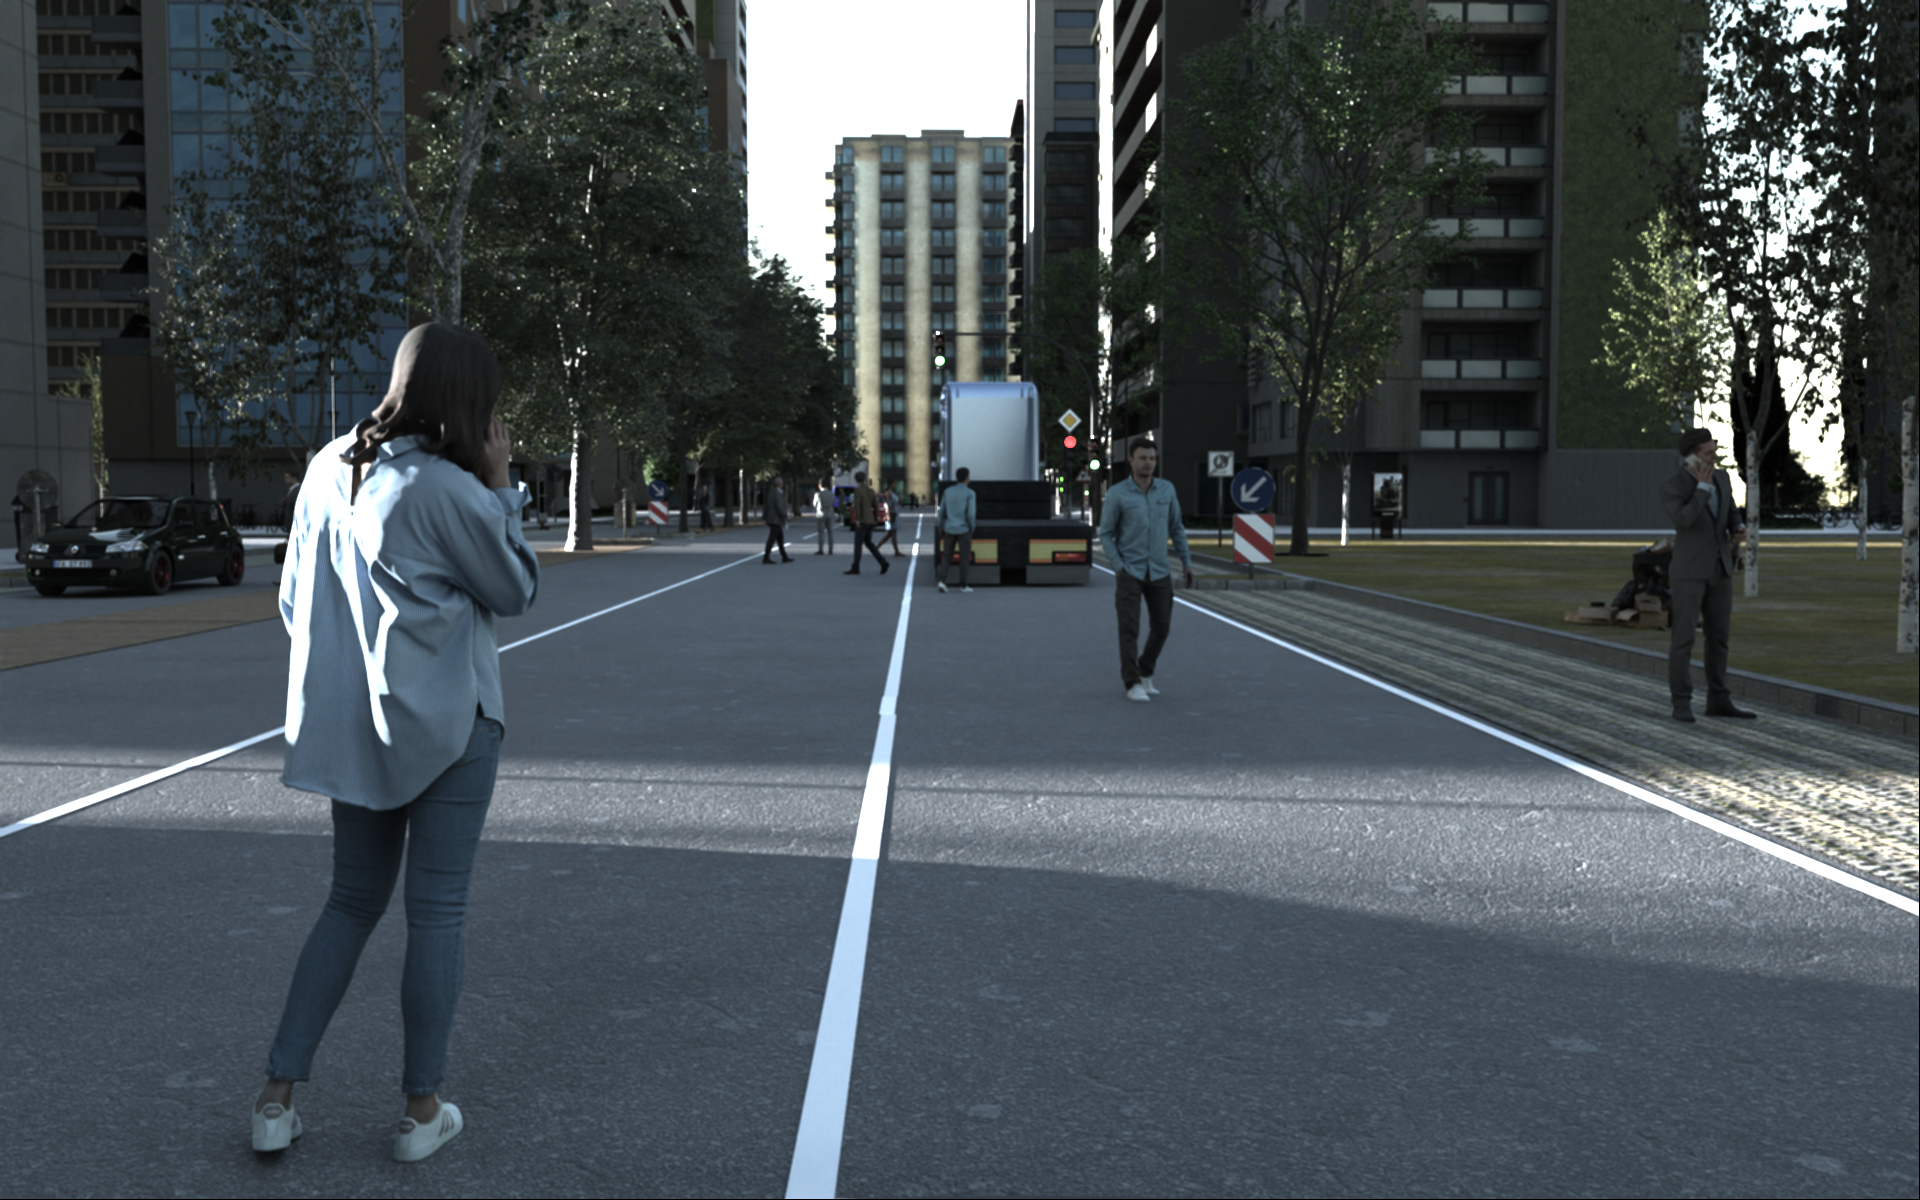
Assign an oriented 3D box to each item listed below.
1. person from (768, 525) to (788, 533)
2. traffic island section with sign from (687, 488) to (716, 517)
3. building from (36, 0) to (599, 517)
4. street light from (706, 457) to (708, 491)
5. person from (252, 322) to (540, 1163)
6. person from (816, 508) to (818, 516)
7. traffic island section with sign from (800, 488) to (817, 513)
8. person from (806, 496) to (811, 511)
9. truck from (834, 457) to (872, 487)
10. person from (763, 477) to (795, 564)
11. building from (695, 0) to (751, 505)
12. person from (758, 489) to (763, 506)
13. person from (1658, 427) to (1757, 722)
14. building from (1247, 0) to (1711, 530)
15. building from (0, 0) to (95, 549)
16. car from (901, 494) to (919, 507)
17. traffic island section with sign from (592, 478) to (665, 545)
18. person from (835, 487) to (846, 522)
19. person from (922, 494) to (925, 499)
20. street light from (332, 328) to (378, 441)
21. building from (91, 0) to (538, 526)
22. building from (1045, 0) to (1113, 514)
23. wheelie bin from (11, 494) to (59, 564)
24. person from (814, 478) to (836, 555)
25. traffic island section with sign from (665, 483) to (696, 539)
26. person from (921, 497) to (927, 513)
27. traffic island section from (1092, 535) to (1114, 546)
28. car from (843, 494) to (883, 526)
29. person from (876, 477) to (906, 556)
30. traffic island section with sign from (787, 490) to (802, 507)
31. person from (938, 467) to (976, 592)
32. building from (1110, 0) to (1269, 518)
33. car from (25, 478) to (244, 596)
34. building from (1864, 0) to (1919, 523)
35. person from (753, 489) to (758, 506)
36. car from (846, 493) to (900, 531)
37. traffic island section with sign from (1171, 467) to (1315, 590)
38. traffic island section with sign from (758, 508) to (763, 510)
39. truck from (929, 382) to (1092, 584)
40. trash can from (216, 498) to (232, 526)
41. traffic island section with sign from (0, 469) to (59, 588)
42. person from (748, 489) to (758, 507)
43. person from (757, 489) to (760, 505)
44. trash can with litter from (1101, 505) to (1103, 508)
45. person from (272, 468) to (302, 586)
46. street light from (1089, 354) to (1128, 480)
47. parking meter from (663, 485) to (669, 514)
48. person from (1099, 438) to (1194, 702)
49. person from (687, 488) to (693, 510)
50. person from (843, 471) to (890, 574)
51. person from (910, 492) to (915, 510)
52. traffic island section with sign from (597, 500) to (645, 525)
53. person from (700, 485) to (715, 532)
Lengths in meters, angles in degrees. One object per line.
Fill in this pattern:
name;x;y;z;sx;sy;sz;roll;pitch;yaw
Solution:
person;-6.688;-3.323;63.589;0.760;1.731;0.466;0;4;4
traffic island section with sign;-16.456;-6.146;109.111;1.989;1.847;2.006;0;4;-1
building;-38.917;-25.055;101.529;32.217;40.220;23.993;0;4;-1
street light;-18.611;-9.695;131.056;1.470;5.913;1.316;0;4;-1
person;-1.244;0.307;3.750;0.793;1.790;0.793;0;4;-8
person;-6.856;-4.763;86.861;0.782;1.767;0.515;2;4;24
traffic island section with sign;-11.277;-7.550;131.576;2.006;1.907;1.989;0;4;-1
person;-12.886;-8.358;148.346;0.799;1.438;0.628;2;4;25
truck;-8.575;-9.132;138.223;2.839;4.237;11.283;0;4;-1
person;-3.721;-1.643;35.757;0.834;1.777;0.661;-3;4;-36
building;-37.982;-39.793;192.615;28.212;58.520;21.231;0;4;-1
person;-21.706;-11.218;189.087;1.348;1.869;0.705;3;5;40
person;4.736;-0.159;10.905;0.655;1.846;0.447;-1;4;-21
building;19.454;-23.494;67.719;14.086;41.232;14.154;0;4;-1
building;-32.515;-36.338;32.374;20.611;71.187;20.563;0;4;-1
car;-5.353;-10.861;186.368;1.959;1.807;4.718;0;4;-2
traffic island section with sign;-9.597;-2.502;49.047;2.006;1.907;1.989;0;4;-1
person;-6.066;-4.889;88.544;0.767;1.812;0.694;-1;4;-14
person;-4.331;-11.903;206.348;0.421;1.427;0.697;0;4;-3
street light;-16.931;-4.640;48.412;1.470;5.913;1.316;0;4;-1
building;-26.980;-25.960;74.564;14.600;45.320;14.200;0;4;-1
building;22.451;-26.192;120.114;32.217;40.220;23.993;0;4;-1
wheelie bin;-17.100;-1.478;32.073;0.980;1.594;0.693;3;5;44
person;-3.231;-1.984;41.122;0.511;1.800;0.466;-3;4;-37
traffic island section with sign;-9.738;-2.955;56.453;2.006;1.907;1.989;0;4;-1
person;-2.683;-7.009;128.108;0.505;1.210;0.382;1;4;15
traffic island section;3.782;-1.639;49.080;2.009;0.180;2.903;0;4;-1
car;-4.387;-4.296;79.038;1.959;1.807;4.718;0;4;-2
person;-1.627;-1.897;39.608;0.778;1.811;0.616;1;4;13
traffic island section with sign;-18.030;-10.870;186.353;1.989;1.847;2.006;0;4;-1
person;-0.072;-1.024;25.255;0.660;1.820;0.620;2;4;27
building;19.167;-28.165;84.201;21.300;48.544;21.600;0;4;-1
car;-12.129;-0.971;25.665;2.009;1.686;4.222;0;4;-1
building;55.711;-32.274;69.677;28.212;58.520;21.231;0;4;-1
person;-21.595;-10.781;181.937;0.705;1.869;1.348;-2;4;-34
car;-3.428;-3.623;68.270;2.155;1.783;4.494;0;4;-3
traffic island section with sign;4.240;-1.095;26.533;1.989;1.847;2.006;0;4;-1
traffic island section with sign;-17.473;-9.207;159.169;1.989;1.847;2.006;0;4;-1
truck;0.756;-2.817;35.818;2.967;4.110;18.799;0;4;0
trash can;-23.889;-2.714;56.023;0.748;1.137;0.748;0;3;0
traffic island section with sign;-14.792;-1.142;27.301;1.989;1.847;2.006;0;4;-1
person;-20.080;-9.857;167.730;1.217;1.766;0.721;-1;4;-15
person;-22.705;-11.521;194.272;0.599;1.838;0.709;2;4;34
trash can with litter;5.440;-2.965;59.870;1.055;1.170;0.624;0;4;-5
person;-10.216;-1.117;26.732;0.822;1.834;0.622;-3;4;-36
street light;4.997;-5.207;57.668;1.470;5.913;1.316;0;4;-1
parking meter;-18.988;-6.475;111.575;0.399;1.863;0.255;-1;4;-15
person;1.285;-0.225;12.200;0.660;1.820;0.620;-1;4;-21
person;-21.794;-8.136;139.521;0.568;1.767;0.683;1;4;21
person;-1.673;-1.381;30.982;0.836;1.842;0.656;0;4;2
person;-4.203;-8.770;153.352;0.415;1.643;0.593;0;4;0
traffic island section with sign;-15.894;-4.451;81.402;1.989;1.847;2.006;0;4;-1
person;-9.513;-3.423;64.882;0.576;1.772;0.534;2;4;28
